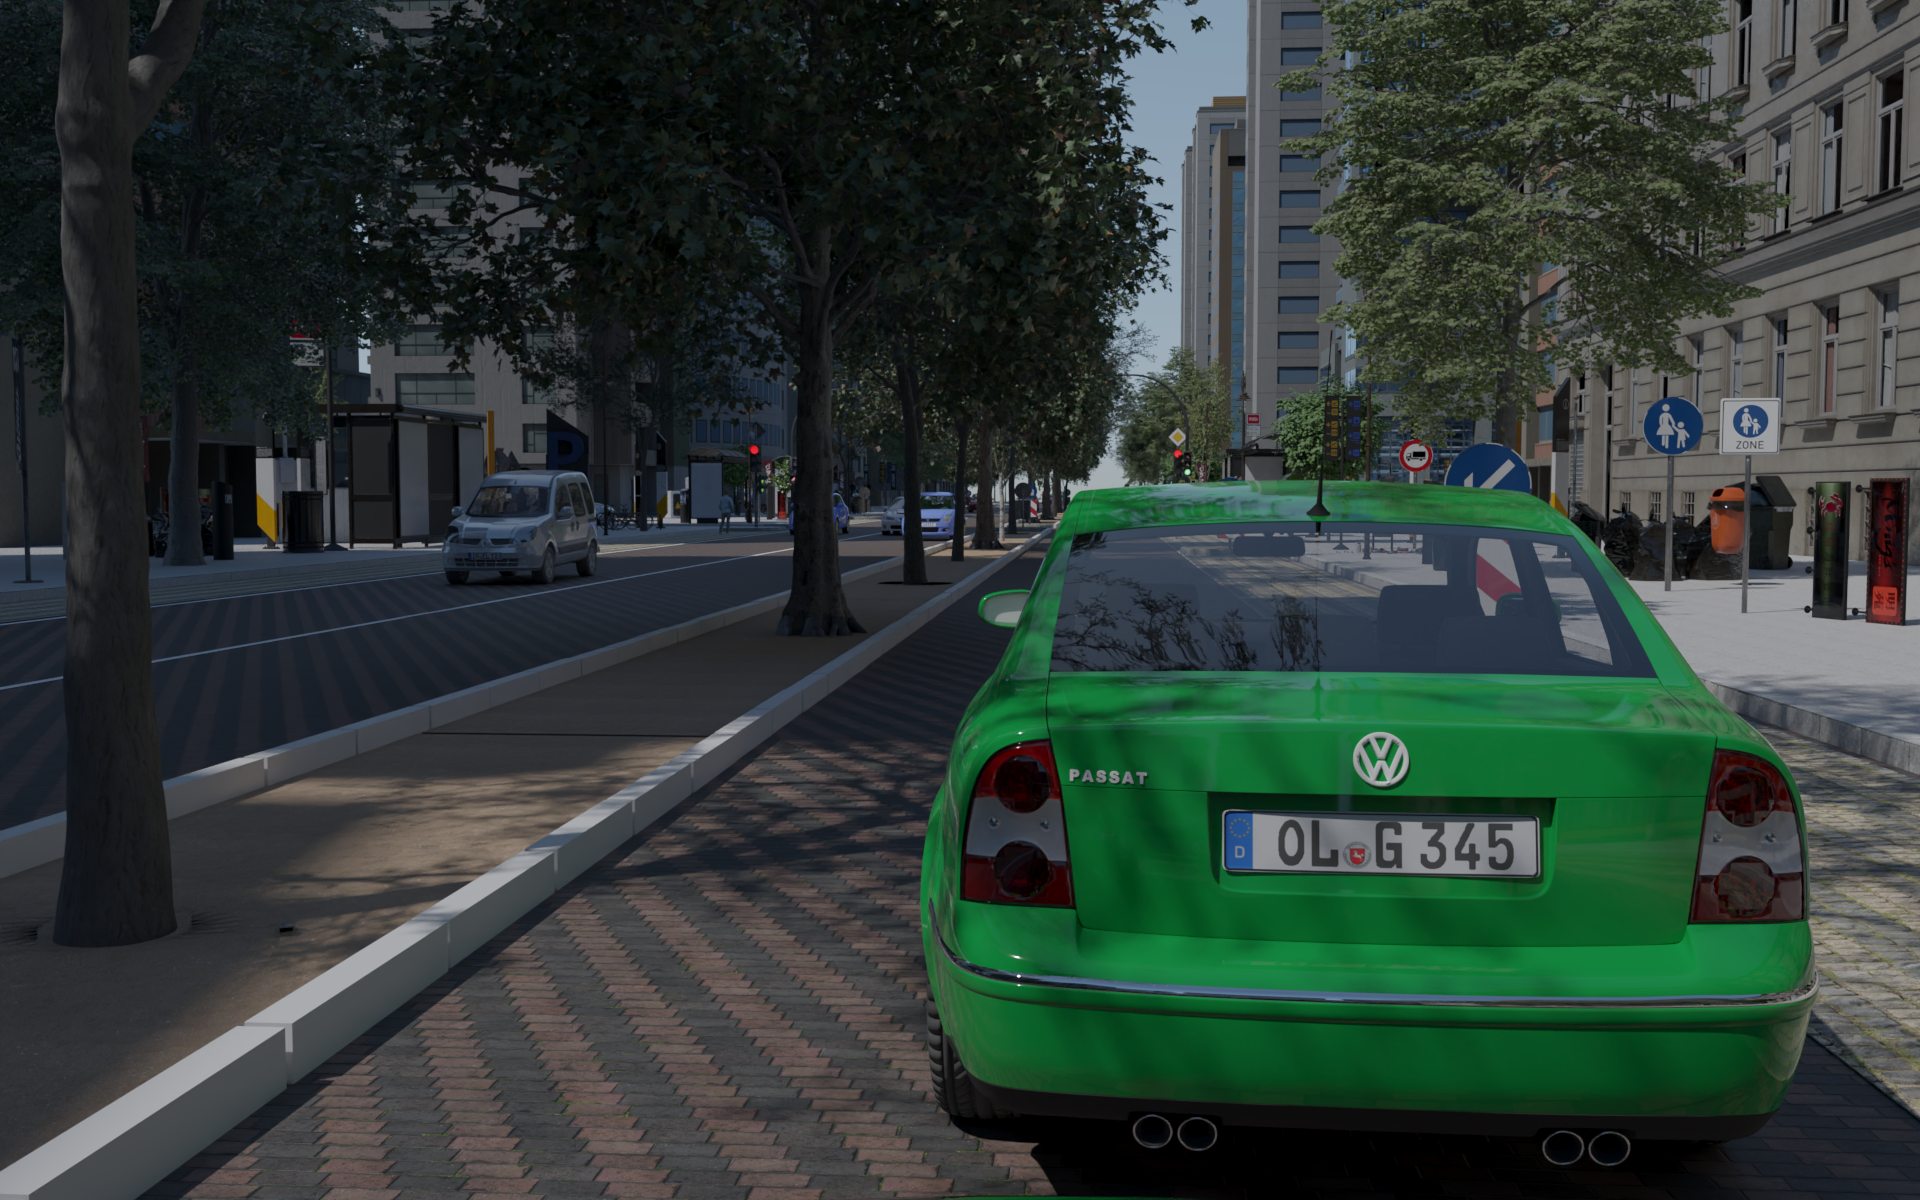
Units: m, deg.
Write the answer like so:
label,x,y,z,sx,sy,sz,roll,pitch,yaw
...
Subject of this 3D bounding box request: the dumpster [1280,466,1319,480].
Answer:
label,x,y,z,sx,sy,sz,roll,pitch,yaw
dumpster,10.499,-3.105,53.265,1.502,2.255,1.985,0,4,4

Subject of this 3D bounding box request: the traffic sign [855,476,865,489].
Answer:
label,x,y,z,sx,sy,sz,roll,pitch,yaw
traffic sign,-7.127,-7.527,123.168,0.768,2.556,0.104,1,4,11

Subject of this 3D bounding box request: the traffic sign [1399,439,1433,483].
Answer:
label,x,y,z,sx,sy,sz,roll,pitch,yaw
traffic sign,10.589,-2.457,40.273,0.768,2.556,0.104,1,4,14

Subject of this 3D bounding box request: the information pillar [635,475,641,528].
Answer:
label,x,y,z,sx,sy,sz,roll,pitch,yaw
information pillar,-12.131,-3.746,65.736,0.304,2.012,0.304,1,4,22

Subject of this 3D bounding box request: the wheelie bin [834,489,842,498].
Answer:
label,x,y,z,sx,sy,sz,roll,pitch,yaw
wheelie bin,-8.265,-6.626,116.238,0.693,1.594,0.980,0,4,6

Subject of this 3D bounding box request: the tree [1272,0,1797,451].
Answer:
label,x,y,z,sx,sy,sz,roll,pitch,yaw
tree,8.727,-6.648,26.830,7.486,12.596,7.792,0,3,0

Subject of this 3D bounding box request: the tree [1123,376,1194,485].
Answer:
label,x,y,z,sx,sy,sz,roll,pitch,yaw
tree,20.934,-16.946,183.727,9.857,13.997,8.962,0,3,0

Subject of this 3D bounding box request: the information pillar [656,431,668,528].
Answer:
label,x,y,z,sx,sy,sz,roll,pitch,yaw
information pillar,-11.123,-4.480,64.596,0.504,3.616,0.183,2,4,32

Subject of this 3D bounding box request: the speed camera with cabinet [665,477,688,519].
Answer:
label,x,y,z,sx,sy,sz,roll,pitch,yaw
speed camera with cabinet,-14.620,-5.942,91.488,0.660,3.252,2.038,3,5,44

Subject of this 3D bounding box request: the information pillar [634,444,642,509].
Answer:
label,x,y,z,sx,sy,sz,roll,pitch,yaw
information pillar,-14.986,-5.460,80.631,0.183,3.616,0.504,2,4,32

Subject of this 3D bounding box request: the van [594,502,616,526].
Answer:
label,x,y,z,sx,sy,sz,roll,pitch,yaw
van,-16.153,-3.905,70.854,4.112,2.044,2.013,0,4,5

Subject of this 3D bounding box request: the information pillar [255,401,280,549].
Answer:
label,x,y,z,sx,sy,sz,roll,pitch,yaw
information pillar,-16.119,-2.991,40.257,0.504,3.616,0.183,1,4,17

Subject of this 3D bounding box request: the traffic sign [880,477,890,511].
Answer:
label,x,y,z,sx,sy,sz,roll,pitch,yaw
traffic sign,-5.501,-7.750,126.812,0.768,2.556,0.104,1,4,14

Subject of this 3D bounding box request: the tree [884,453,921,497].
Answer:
label,x,y,z,sx,sy,sz,roll,pitch,yaw
tree,-4.751,-9.504,139.110,4.285,4.588,4.351,0,3,0

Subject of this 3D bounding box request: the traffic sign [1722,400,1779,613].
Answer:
label,x,y,z,sx,sy,sz,roll,pitch,yaw
traffic sign,8.445,-1.006,18.582,0.606,2.300,0.079,0,4,8

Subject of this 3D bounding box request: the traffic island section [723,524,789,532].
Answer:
label,x,y,z,sx,sy,sz,roll,pitch,yaw
traffic island section,-7.893,-2.733,66.964,2.009,0.180,2.903,0,4,5

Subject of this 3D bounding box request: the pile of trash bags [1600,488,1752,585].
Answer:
label,x,y,z,sx,sy,sz,roll,pitch,yaw
pile of trash bags,10.821,-0.979,25.755,1.912,1.369,3.447,0,3,0

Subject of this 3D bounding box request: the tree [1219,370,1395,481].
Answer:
label,x,y,z,sx,sy,sz,roll,pitch,yaw
tree,9.886,-3.809,45.999,4.285,4.588,4.351,0,3,0

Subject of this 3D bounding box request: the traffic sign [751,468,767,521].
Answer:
label,x,y,z,sx,sy,sz,roll,pitch,yaw
traffic sign,-9.399,-4.948,81.006,0.768,2.556,0.104,1,4,10

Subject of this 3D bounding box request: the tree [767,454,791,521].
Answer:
label,x,y,z,sx,sy,sz,roll,pitch,yaw
tree,-8.377,-5.468,84.008,1.663,3.219,1.824,0,3,0

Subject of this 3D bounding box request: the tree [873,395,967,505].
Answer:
label,x,y,z,sx,sy,sz,roll,pitch,yaw
tree,-4.518,-13.951,146.220,7.486,12.596,7.792,0,3,0

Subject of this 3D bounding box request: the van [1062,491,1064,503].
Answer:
label,x,y,z,sx,sy,sz,roll,pitch,yaw
van,12.659,-13.194,222.724,2.013,2.044,4.112,0,4,3

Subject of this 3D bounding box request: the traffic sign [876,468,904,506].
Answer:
label,x,y,z,sx,sy,sz,roll,pitch,yaw
traffic sign,-5.355,-8.571,134.009,2.265,3.308,0.079,1,4,10

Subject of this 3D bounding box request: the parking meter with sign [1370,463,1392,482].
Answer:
label,x,y,z,sx,sy,sz,roll,pitch,yaw
parking meter with sign,23.191,-6.143,96.698,1.738,3.016,0.543,1,4,17

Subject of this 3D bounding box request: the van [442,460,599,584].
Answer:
label,x,y,z,sx,sy,sz,roll,pitch,yaw
van,-7.287,-1.339,28.912,2.013,2.044,4.112,0,4,3

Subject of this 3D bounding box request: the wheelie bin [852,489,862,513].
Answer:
label,x,y,z,sx,sy,sz,roll,pitch,yaw
wheelie bin,-6.898,-6.625,116.227,0.693,1.594,0.980,-1,4,-14

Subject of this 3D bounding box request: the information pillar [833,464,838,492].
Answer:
label,x,y,z,sx,sy,sz,roll,pitch,yaw
information pillar,-9.735,-8.766,134.675,0.504,3.616,0.183,0,4,-7

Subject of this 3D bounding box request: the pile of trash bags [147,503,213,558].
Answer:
label,x,y,z,sx,sy,sz,roll,pitch,yaw
pile of trash bags,-17.015,-1.603,35.965,3.447,1.369,1.912,1,4,16

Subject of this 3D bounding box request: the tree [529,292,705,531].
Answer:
label,x,y,z,sx,sy,sz,roll,pitch,yaw
tree,-11.034,-7.628,59.135,8.767,10.594,7.601,1,4,16

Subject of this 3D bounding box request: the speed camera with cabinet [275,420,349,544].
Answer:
label,x,y,z,sx,sy,sz,roll,pitch,yaw
speed camera with cabinet,-16.864,-3.094,44.920,2.038,3.252,0.660,-3,5,-42

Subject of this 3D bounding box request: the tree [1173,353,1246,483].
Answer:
label,x,y,z,sx,sy,sz,roll,pitch,yaw
tree,12.997,-8.619,91.279,4.737,8.622,4.395,0,3,0

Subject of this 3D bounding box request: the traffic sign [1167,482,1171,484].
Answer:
label,x,y,z,sx,sy,sz,roll,pitch,yaw
traffic sign,15.087,-7.532,123.251,0.768,2.556,0.104,1,4,14

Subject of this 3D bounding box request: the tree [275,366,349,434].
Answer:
label,x,y,z,sx,sy,sz,roll,pitch,yaw
tree,-34.010,-8.551,90.166,4.737,8.622,4.395,0,3,0

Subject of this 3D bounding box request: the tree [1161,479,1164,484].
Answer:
label,x,y,z,sx,sy,sz,roll,pitch,yaw
tree,19.959,-10.674,169.119,1.663,3.219,1.824,0,3,0

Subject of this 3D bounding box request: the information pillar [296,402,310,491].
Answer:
label,x,y,z,sx,sy,sz,roll,pitch,yaw
information pillar,-15.346,-3.004,40.475,0.183,3.616,0.504,0,4,6

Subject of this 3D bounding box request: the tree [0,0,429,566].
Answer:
label,x,y,z,sx,sy,sz,roll,pitch,yaw
tree,-14.003,-7.599,30.891,9.857,13.997,8.962,0,3,0

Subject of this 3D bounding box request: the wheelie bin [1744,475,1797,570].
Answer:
label,x,y,z,sx,sy,sz,roll,pitch,yaw
wheelie bin,13.719,-1.320,29.488,0.980,1.594,0.693,-2,4,-30

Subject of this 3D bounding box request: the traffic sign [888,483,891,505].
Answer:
label,x,y,z,sx,sy,sz,roll,pitch,yaw
traffic sign,-5.164,-7.871,128.798,0.768,2.556,0.104,0,4,5

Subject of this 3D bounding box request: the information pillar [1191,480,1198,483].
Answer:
label,x,y,z,sx,sy,sz,roll,pitch,yaw
information pillar,12.004,-5.151,88.703,0.304,2.012,0.304,2,4,29

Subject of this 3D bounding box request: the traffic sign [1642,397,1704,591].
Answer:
label,x,y,z,sx,sy,sz,roll,pitch,yaw
traffic sign,9.343,-1.387,22.783,0.768,2.556,0.104,0,4,7

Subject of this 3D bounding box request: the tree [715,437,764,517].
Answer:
label,x,y,z,sx,sy,sz,roll,pitch,yaw
tree,-12.724,-7.074,99.380,4.285,4.588,4.351,0,3,0

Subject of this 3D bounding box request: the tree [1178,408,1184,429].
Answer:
label,x,y,z,sx,sy,sz,roll,pitch,yaw
tree,18.072,-13.417,153.784,7.601,10.594,8.767,-1,4,-11

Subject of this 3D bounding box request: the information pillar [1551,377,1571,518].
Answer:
label,x,y,z,sx,sy,sz,roll,pitch,yaw
information pillar,11.956,-2.637,34.475,0.504,3.616,0.183,-3,4,-39

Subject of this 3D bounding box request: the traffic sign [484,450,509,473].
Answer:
label,x,y,z,sx,sy,sz,roll,pitch,yaw
traffic sign,-13.543,-3.091,50.637,0.768,2.556,0.104,0,4,8

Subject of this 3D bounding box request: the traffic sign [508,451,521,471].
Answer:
label,x,y,z,sx,sy,sz,roll,pitch,yaw
traffic sign,-13.457,-3.179,51.980,0.884,2.594,0.081,1,4,10

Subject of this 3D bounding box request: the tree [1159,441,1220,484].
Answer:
label,x,y,z,sx,sy,sz,roll,pitch,yaw
tree,14.525,-7.757,110.541,4.285,4.588,4.351,0,3,0

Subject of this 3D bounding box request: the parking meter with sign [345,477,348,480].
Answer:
label,x,y,z,sx,sy,sz,roll,pitch,yaw
parking meter with sign,-27.824,-5.090,79.485,1.738,3.016,0.543,3,5,42

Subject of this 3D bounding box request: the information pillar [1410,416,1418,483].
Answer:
label,x,y,z,sx,sy,sz,roll,pitch,yaw
information pillar,11.901,-3.308,45.439,0.183,3.616,0.504,2,4,28

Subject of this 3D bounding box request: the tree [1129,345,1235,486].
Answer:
label,x,y,z,sx,sy,sz,roll,pitch,yaw
tree,17.147,-13.131,132.816,7.486,12.596,7.792,0,3,0
